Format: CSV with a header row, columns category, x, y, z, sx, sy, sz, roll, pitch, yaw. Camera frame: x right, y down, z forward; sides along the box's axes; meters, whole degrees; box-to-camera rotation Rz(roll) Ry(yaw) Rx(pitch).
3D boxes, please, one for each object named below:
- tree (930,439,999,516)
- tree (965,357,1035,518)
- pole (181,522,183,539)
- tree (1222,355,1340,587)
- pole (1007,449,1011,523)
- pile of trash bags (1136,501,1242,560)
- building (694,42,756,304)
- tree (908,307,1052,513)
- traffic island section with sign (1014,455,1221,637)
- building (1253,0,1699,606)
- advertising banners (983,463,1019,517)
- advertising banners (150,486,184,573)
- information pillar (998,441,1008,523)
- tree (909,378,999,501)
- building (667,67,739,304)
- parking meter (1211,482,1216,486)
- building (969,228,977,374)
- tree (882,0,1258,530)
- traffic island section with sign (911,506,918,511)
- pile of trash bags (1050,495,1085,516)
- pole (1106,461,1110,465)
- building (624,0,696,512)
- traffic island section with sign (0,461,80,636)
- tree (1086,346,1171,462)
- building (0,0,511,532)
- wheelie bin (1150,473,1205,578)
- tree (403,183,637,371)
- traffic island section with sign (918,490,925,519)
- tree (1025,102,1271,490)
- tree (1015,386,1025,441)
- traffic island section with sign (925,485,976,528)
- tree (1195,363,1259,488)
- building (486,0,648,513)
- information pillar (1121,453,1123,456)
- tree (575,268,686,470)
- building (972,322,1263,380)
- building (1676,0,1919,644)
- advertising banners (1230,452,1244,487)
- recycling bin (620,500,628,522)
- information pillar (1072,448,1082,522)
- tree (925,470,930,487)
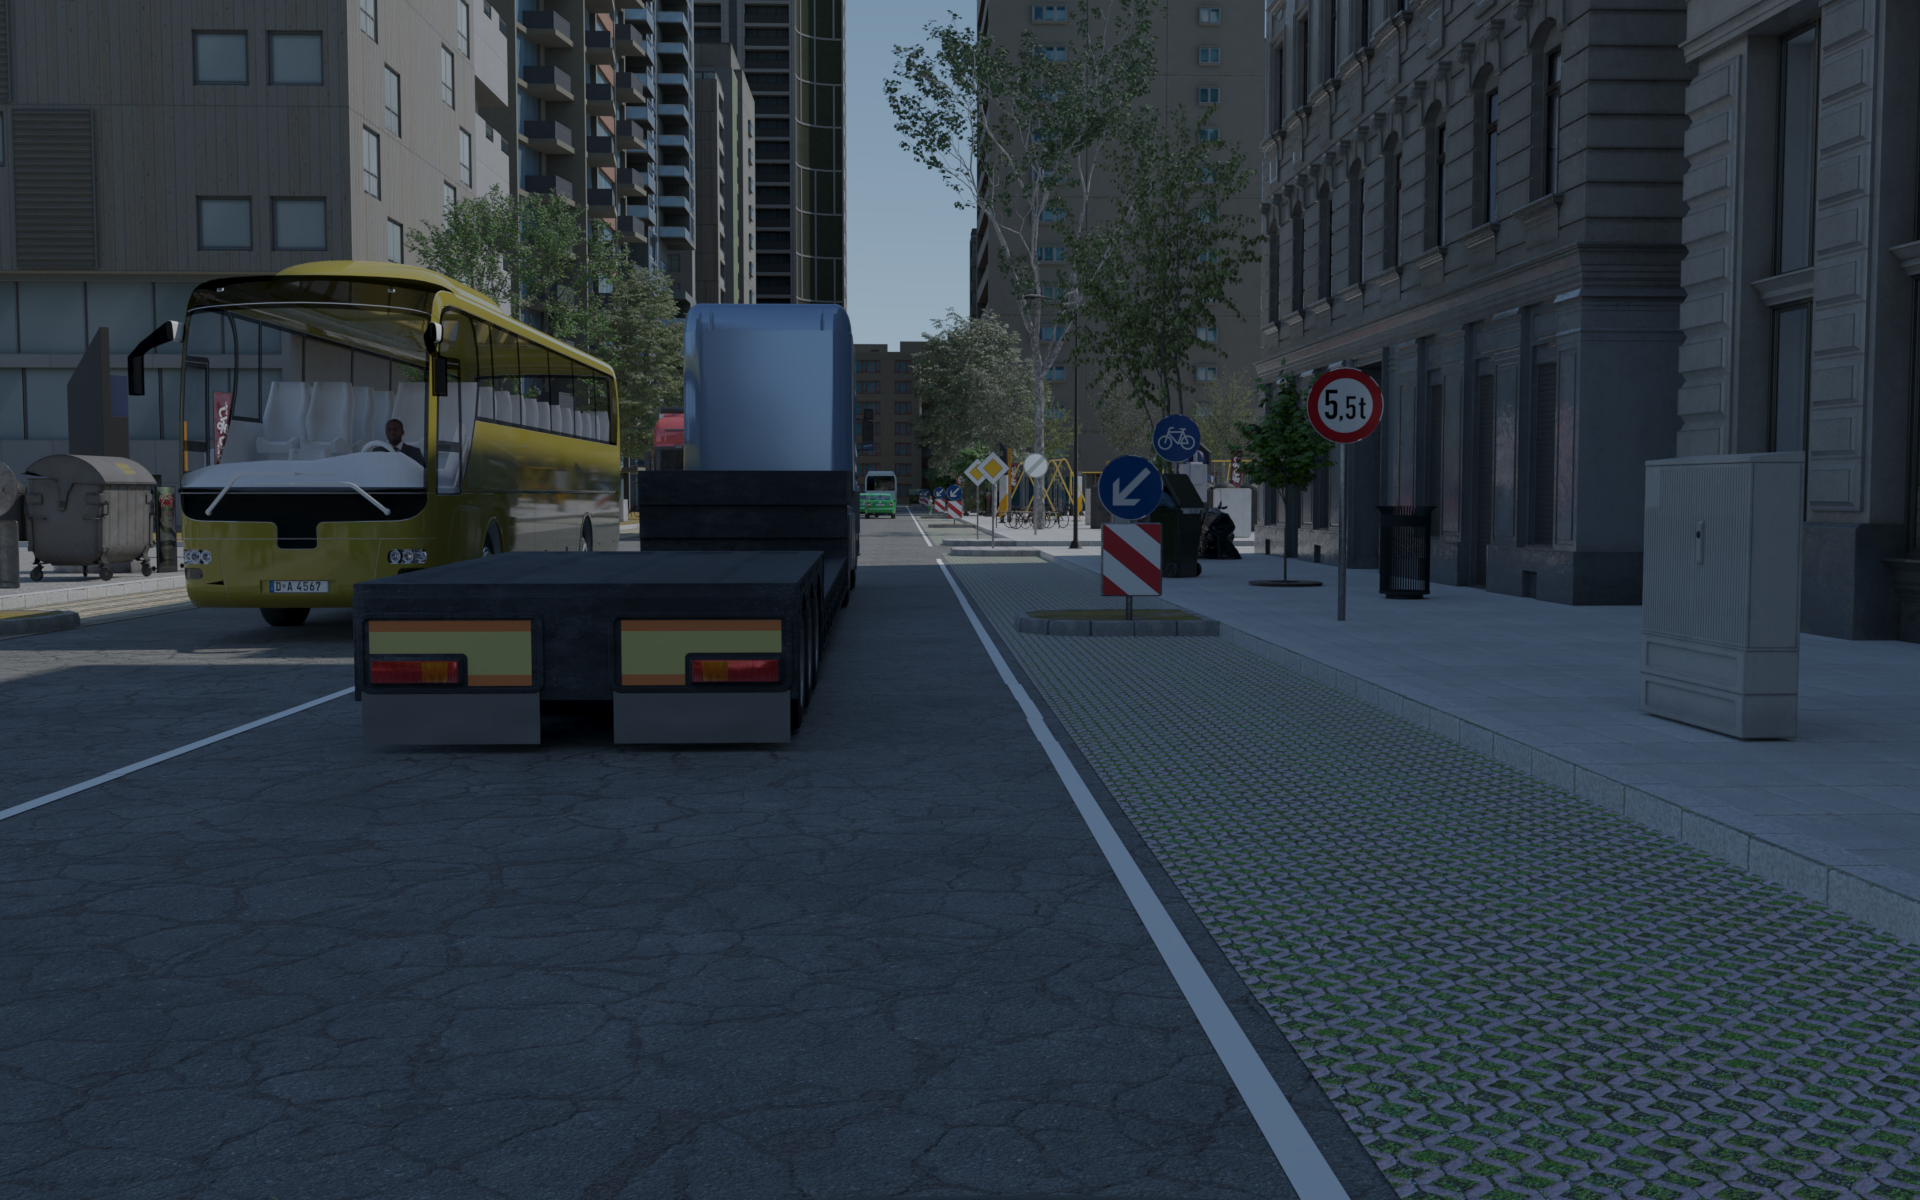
category,x,y,z,sx,sy,sz,roll,pitch,yaw
tree,1.102,-7.332,103.590,4.285,4.588,4.351,0,3,0
tree,2.123,-8.766,93.684,4.360,8.622,3.978,0,3,0
pole,-21.833,-3.358,48.740,0.158,3.312,0.155,0,3,0
tree,4.561,-1.823,24.402,1.663,3.219,1.824,0,3,0
pole,2.208,-5.133,77.760,0.158,3.312,0.155,0,3,0
pile of trash bags,4.476,-1.556,35.196,1.912,1.369,3.447,0,4,-5
building,-33.090,-34.257,183.797,21.600,48.544,21.300,0,4,-2
tree,1.137,-12.947,118.346,9.857,13.997,8.962,0,3,0
traffic island section with sign,1.590,-0.589,18.250,1.989,1.847,2.006,0,4,-2
building,11.396,-10.957,28.302,9.793,20.994,18.267,0,4,-2
advertising banners,2.298,-6.197,97.513,2.074,3.025,0.090,1,4,16
advertising banners,-12.767,-2.001,28.899,0.090,3.025,2.074,1,4,15
information pillar,1.911,-5.180,76.044,0.183,3.616,0.504,-3,5,-41
tree,0.127,-11.884,128.709,8.767,10.594,7.601,0,4,8
building,-28.234,-29.204,161.074,14.154,41.232,14.086,0,4,-2
parking meter,12.195,-4.787,83.977,0.255,1.863,0.399,3,4,39
building,7.968,-25.574,189.839,14.160,30.474,14.107,0,4,-2
tree,4.136,-12.563,61.292,12.611,20.169,13.585,0,3,0
traffic island section with sign,-3.092,-8.743,151.574,1.989,1.847,2.006,0,4,-2
pile of trash bags,6.485,-5.649,102.105,1.912,1.369,3.447,1,4,17
pole,9.032,-6.852,105.873,0.158,3.312,0.155,0,3,0
building,-31.781,-50.421,137.053,22.319,86.520,31.000,0,4,-2
traffic island section with sign,-10.431,-0.578,18.078,1.989,1.847,2.006,0,4,-2
tree,8.021,-8.188,84.241,4.360,8.622,3.978,0,3,0
building,-34.040,-29.340,68.952,28.713,52.752,27.495,0,4,-2
wheelie bin,3.292,-1.149,26.700,0.693,1.594,0.980,3,5,44
tree,-14.748,-8.022,56.915,9.928,11.665,9.643,0,3,0
traffic island section with sign,-1.300,-5.633,100.724,1.989,1.847,2.006,0,4,-2
tree,3.634,-4.986,31.884,4.737,8.622,4.395,0,3,0
tree,5.267,-9.669,108.447,4.737,8.622,4.395,0,3,0
traffic island section with sign,-0.360,-3.985,73.785,1.989,1.847,2.006,0,4,-2
tree,15.285,-9.045,98.240,4.360,8.622,3.978,0,3,0
building,-31.301,-27.572,105.427,22.147,44.769,28.867,0,4,-2
information pillar,9.304,-6.642,99.949,0.183,3.616,0.504,-1,4,-21
tree,-16.086,-10.357,87.469,7.486,12.596,7.792,0,3,0
building,15.555,-19.808,168.901,27.650,21.520,28.899,0,4,-2
building,12.779,-11.018,9.029,11.050,23.489,19.941,0,4,-2
advertising banners,10.304,-4.472,69.300,2.074,3.025,0.090,1,4,12
recycling bin,-15.816,-4.134,80.147,0.722,1.027,0.722,0,4,4
information pillar,5.479,-5.470,80.791,0.504,3.616,0.183,-3,5,-39
tree,-1.121,-11.021,163.902,4.285,4.588,4.351,0,3,0
